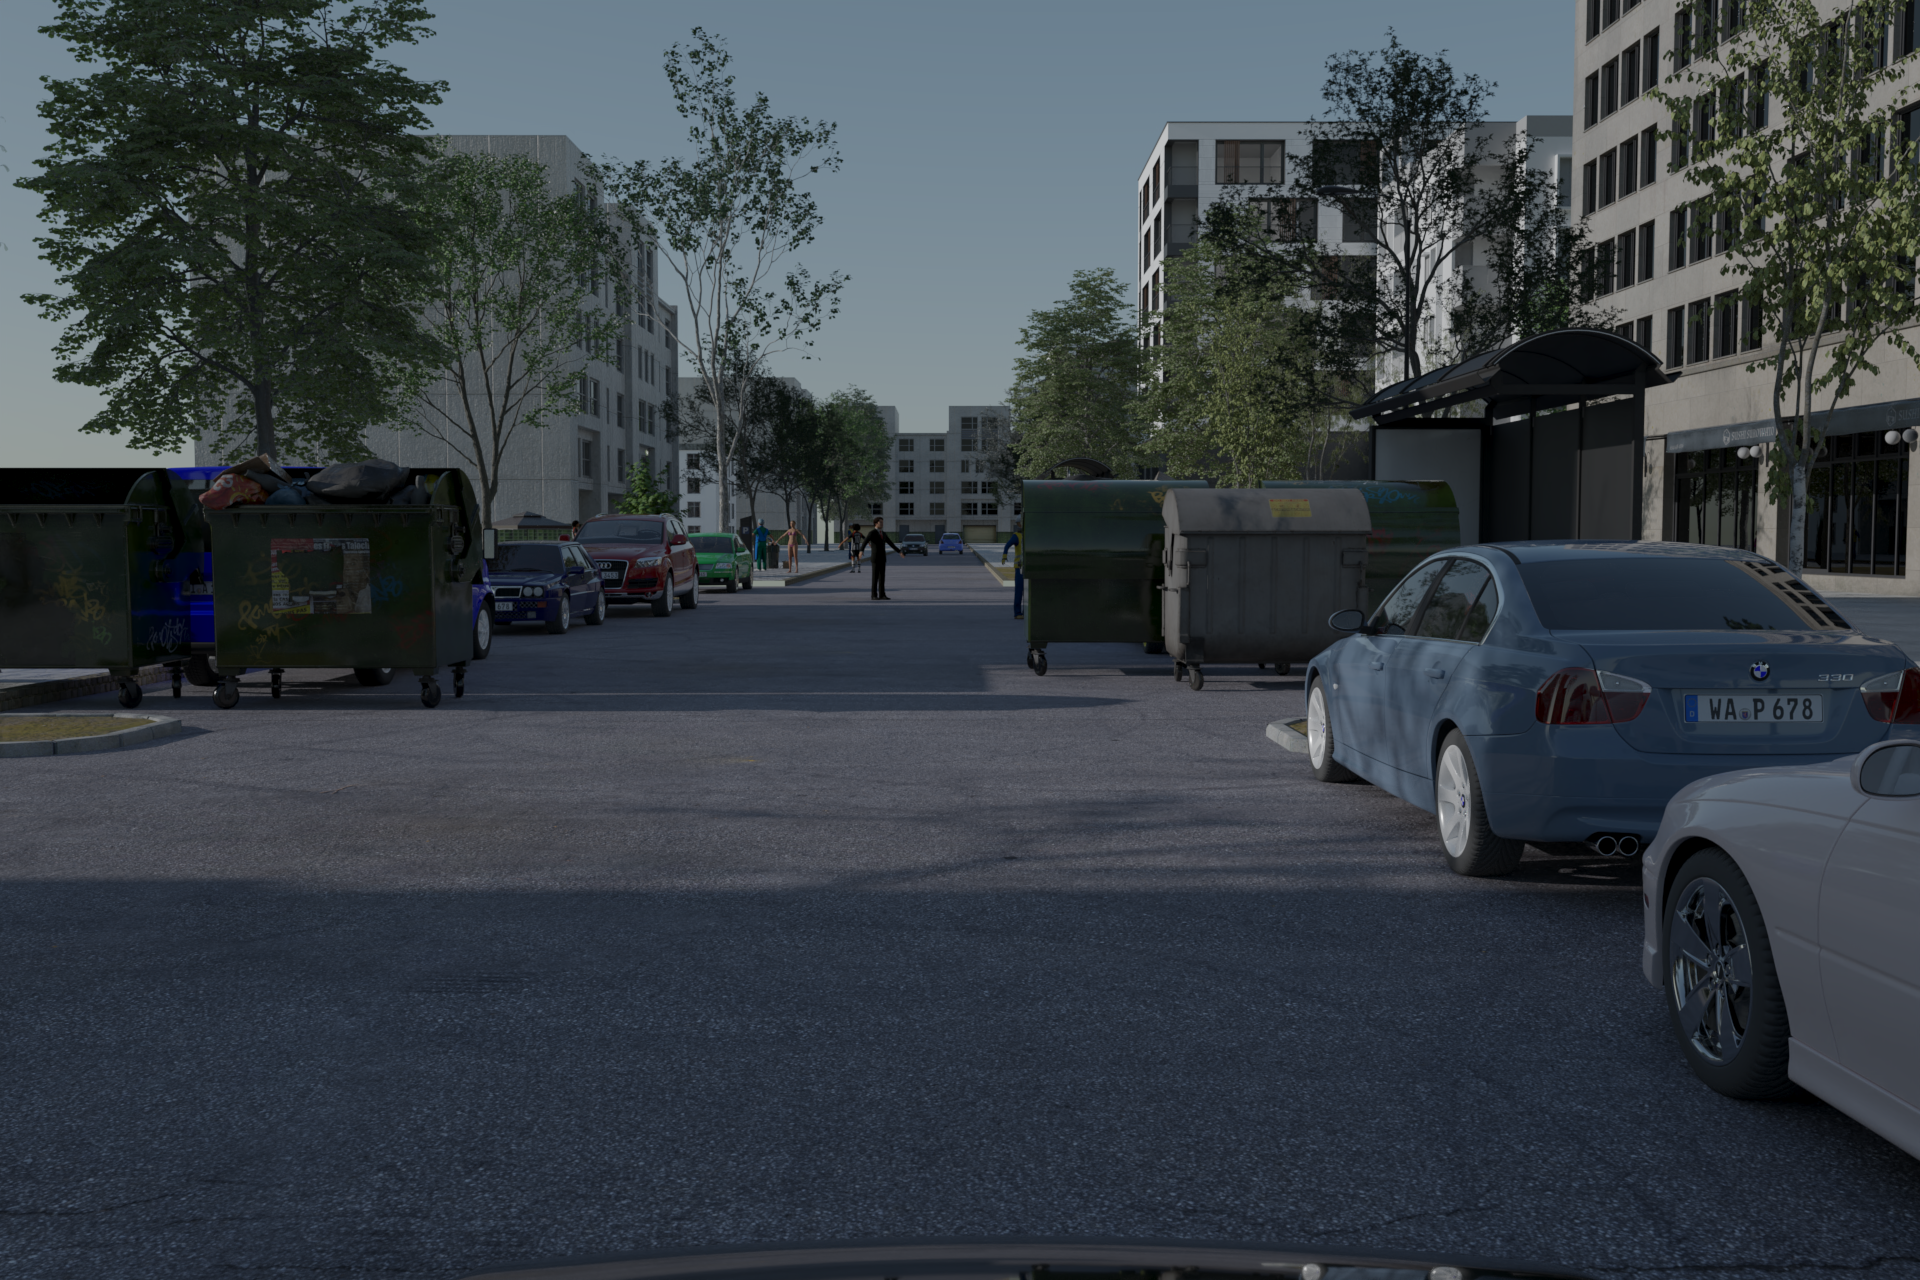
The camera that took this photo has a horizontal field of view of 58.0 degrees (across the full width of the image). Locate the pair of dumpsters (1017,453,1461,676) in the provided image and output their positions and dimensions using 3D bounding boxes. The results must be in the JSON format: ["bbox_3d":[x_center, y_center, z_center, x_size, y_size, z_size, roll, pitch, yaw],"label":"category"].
[{"bbox_3d":[2.811,-0.796,17.967,4.436,2.255,1.574,0,3,0],"label":"pair of dumpsters"}]

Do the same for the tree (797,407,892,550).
[{"bbox_3d":[-9.305,-12.937,137.271,9.928,11.665,9.643,0,3,0],"label":"tree"}]

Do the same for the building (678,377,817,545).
[{"bbox_3d":[-27.041,-21.077,211.067,16.747,18.905,31.486,0,4,0],"label":"building"}]

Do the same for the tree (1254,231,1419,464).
[{"bbox_3d":[8.695,-5.667,43.021,4.360,8.622,3.978,0,3,0],"label":"tree"}]

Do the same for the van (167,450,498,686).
[{"bbox_3d":[-6.353,-0.834,18.027,2.240,2.365,5.245,0,3,0],"label":"van"}]

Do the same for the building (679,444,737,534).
[{"bbox_3d":[-26.982,-14.219,174.626,9.099,9.664,28.070,0,4,0],"label":"building"}]

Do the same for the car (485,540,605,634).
[{"bbox_3d":[-6.497,-0.821,26.003,1.945,1.354,3.894,0,3,0],"label":"car"}]

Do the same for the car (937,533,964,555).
[{"bbox_3d":[-0.651,-6.922,122.759,1.945,1.707,3.694,0,4,-1],"label":"car"}]

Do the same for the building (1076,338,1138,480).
[{"bbox_3d":[21.353,-20.853,171.873,19.493,23.208,18.063,0,4,-1],"label":"building"}]

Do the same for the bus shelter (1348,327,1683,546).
[{"bbox_3d":[6.037,-1.578,19.724,2.014,3.302,5.546,0,3,0],"label":"bus shelter"}]

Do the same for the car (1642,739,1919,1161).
[{"bbox_3d":[2.858,0.573,2.994,2.083,1.381,4.827,0,4,-1],"label":"car"}]

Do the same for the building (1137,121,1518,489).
[{"bbox_3d":[24.182,-15.808,102.429,27.936,21.610,32.646,0,3,0],"label":"building"}]

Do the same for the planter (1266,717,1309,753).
[{"bbox_3d":[3.167,0.565,11.902,1.991,0.319,1.994,0,4,0],"label":"planter"}]

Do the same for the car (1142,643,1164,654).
[{"bbox_3d":[3.007,-0.763,22.058,1.945,1.707,3.694,0,4,-1],"label":"car"}]

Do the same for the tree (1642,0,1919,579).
[{"bbox_3d":[9.559,-4.205,19.116,4.737,8.622,4.395,0,3,0],"label":"tree"}]

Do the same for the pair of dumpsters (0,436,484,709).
[{"bbox_3d":[-6.395,-0.589,14.580,4.436,2.255,1.574,0,4,0],"label":"pair of dumpsters"}]

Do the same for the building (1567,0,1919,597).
[{"bbox_3d":[29.060,-14.331,36.479,24.374,26.755,37.873,0,4,0],"label":"building"}]

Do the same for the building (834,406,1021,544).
[{"bbox_3d":[-1.557,-23.001,244.982,31.486,18.905,16.747,0,4,0],"label":"building"}]

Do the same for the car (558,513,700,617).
[{"bbox_3d":[-6.040,-1.406,31.658,2.281,1.827,5.304,0,4,-1],"label":"car"}]

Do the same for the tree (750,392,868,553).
[{"bbox_3d":[-10.094,-11.007,114.381,8.767,10.594,7.601,0,4,4],"label":"tree"}]

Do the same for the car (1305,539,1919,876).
[{"bbox_3d":[2.932,0.212,8.545,2.014,1.417,4.499,0,4,0],"label":"car"}]

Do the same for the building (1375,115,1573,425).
[{"bbox_3d":[25.274,-13.847,82.822,16.016,20.090,11.380,0,4,-1],"label":"building"}]

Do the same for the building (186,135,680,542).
[{"bbox_3d":[-25.899,-13.843,92.791,16.747,18.905,31.486,0,4,0],"label":"building"}]

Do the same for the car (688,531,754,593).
[{"bbox_3d":[-6.285,-2.125,43.536,1.959,1.807,4.718,0,4,0],"label":"car"}]

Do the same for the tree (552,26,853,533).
[{"bbox_3d":[-10.342,-12.955,67.697,12.611,20.169,13.585,0,3,0],"label":"tree"}]

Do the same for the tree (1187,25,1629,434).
[{"bbox_3d":[8.670,-5.943,31.573,8.767,10.594,7.601,-2,4,-28],"label":"tree"}]

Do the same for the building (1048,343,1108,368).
[{"bbox_3d":[23.832,-21.865,201.459,27.936,21.610,32.646,0,4,0],"label":"building"}]

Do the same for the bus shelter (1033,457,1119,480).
[{"bbox_3d":[3.144,-3.322,48.233,2.014,3.302,5.546,0,4,-1],"label":"bus shelter"}]

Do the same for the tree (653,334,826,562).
[{"bbox_3d":[-9.685,-8.942,80.620,7.601,10.594,8.767,3,5,40],"label":"tree"}]

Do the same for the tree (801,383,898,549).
[{"bbox_3d":[-9.875,-14.765,148.070,9.857,13.997,8.962,0,3,0],"label":"tree"}]

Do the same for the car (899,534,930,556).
[{"bbox_3d":[-2.975,-6.305,112.876,2.009,1.686,4.222,0,4,0],"label":"car"}]
